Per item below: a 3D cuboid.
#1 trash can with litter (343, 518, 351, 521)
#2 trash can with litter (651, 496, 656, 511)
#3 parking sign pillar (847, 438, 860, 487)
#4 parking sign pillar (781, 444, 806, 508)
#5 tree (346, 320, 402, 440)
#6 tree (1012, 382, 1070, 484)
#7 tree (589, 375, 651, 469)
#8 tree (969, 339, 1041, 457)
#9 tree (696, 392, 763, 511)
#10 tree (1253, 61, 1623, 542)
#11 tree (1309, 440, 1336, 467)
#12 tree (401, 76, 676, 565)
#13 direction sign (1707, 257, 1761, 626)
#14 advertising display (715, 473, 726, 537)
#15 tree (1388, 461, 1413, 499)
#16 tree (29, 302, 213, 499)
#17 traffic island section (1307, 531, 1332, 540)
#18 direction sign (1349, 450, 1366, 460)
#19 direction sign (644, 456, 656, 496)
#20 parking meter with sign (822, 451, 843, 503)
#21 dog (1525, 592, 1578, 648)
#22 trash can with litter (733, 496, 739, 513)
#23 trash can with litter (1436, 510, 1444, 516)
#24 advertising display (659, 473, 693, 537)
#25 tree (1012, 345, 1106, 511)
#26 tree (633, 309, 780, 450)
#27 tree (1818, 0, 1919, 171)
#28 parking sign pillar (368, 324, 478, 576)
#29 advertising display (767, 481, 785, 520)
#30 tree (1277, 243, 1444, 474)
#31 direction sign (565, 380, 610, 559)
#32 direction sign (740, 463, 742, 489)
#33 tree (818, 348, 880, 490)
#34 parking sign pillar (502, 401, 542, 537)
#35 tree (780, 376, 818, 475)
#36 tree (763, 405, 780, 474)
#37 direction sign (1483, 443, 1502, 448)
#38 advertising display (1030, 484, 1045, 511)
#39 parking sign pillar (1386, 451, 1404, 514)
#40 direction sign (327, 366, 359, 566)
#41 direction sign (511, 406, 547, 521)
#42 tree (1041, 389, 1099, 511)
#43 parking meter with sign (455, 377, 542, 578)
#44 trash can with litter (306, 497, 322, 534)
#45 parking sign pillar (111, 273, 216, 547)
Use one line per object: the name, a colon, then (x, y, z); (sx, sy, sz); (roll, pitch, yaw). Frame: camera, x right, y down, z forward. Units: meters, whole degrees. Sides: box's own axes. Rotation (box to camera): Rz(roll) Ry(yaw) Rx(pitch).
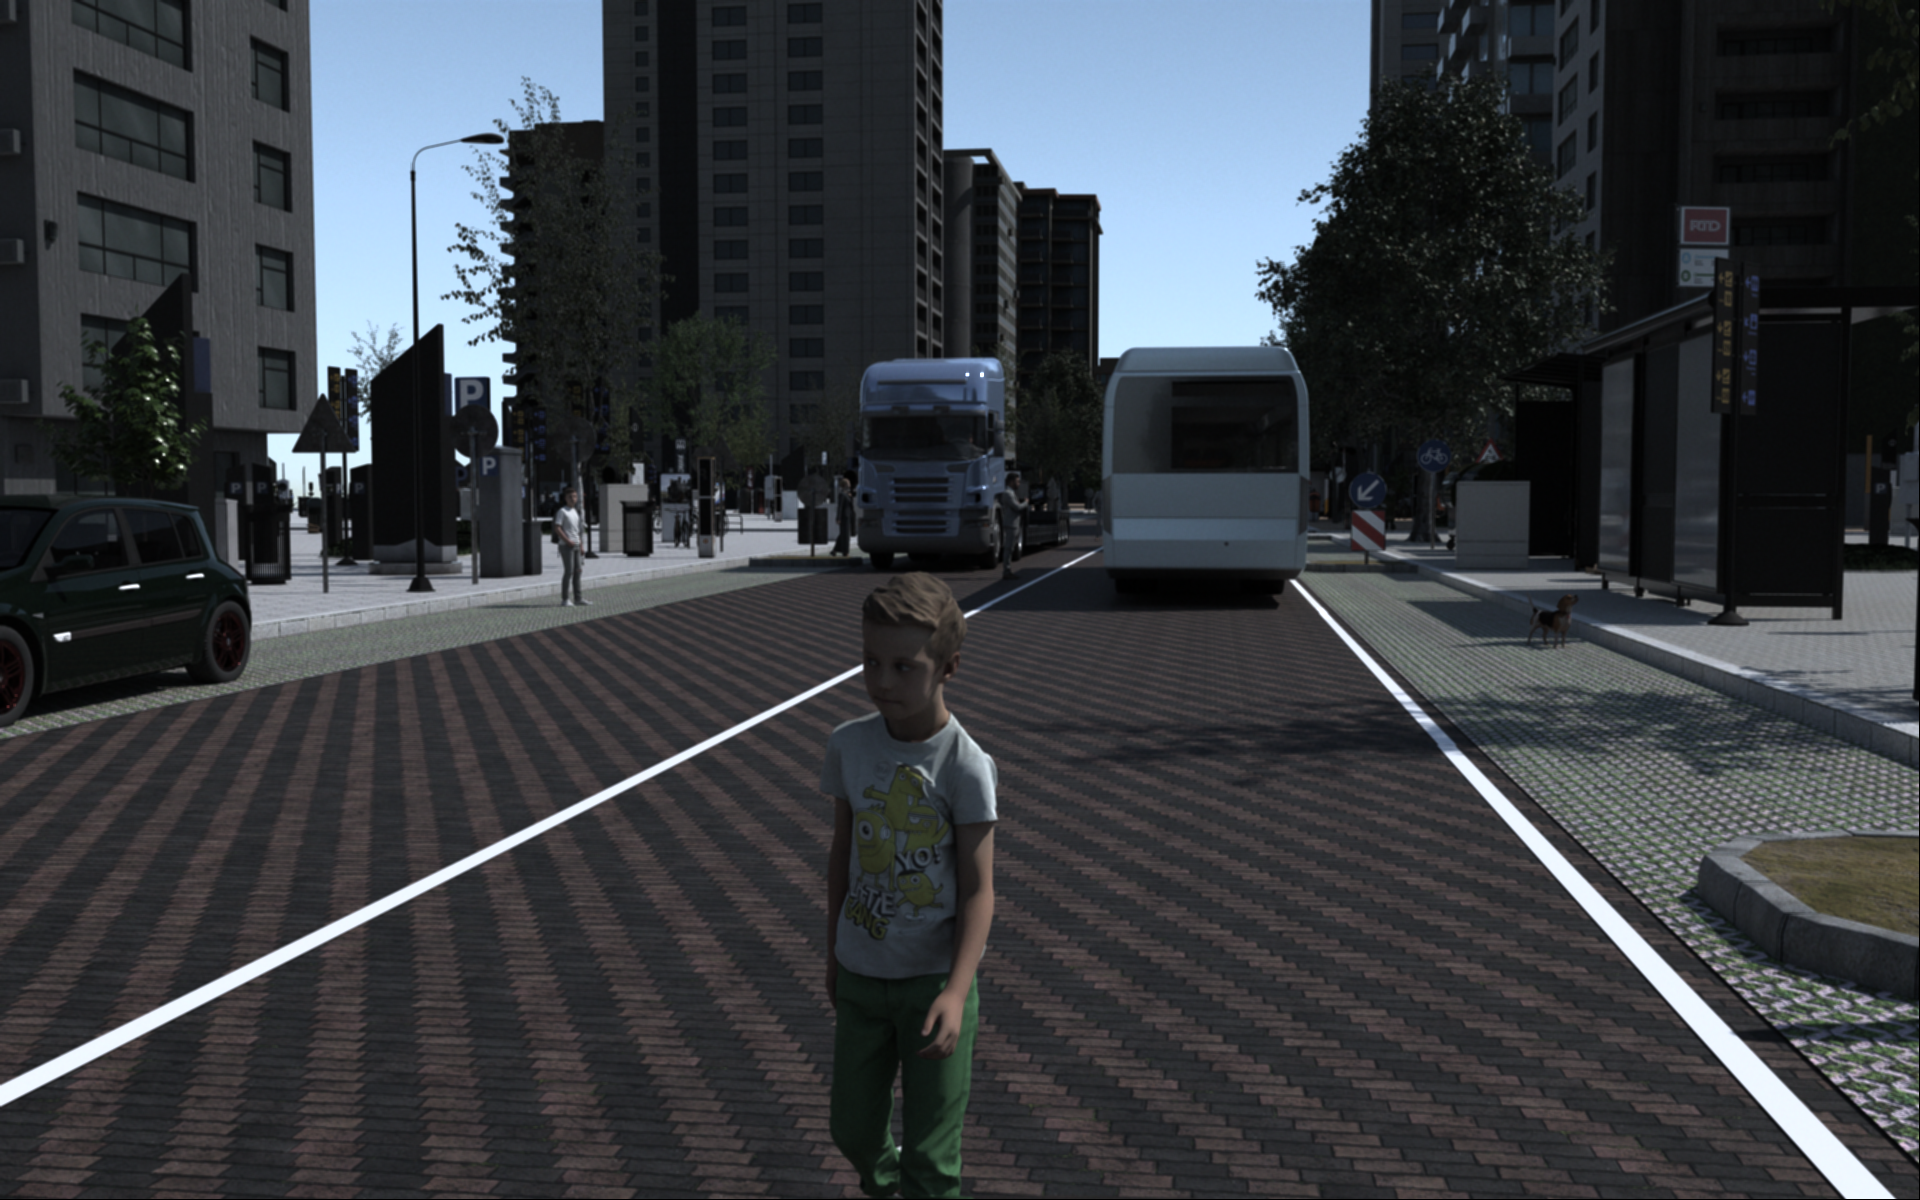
trash can with litter: (-29.329, -4.356, 82.276); (2.233, 1.210, 1.678); (0, 4, 4)
trash can with litter: (-22.664, -7.025, 126.239); (1.055, 1.170, 0.624); (0, 4, 7)
parking sign pillar: (-4.490, -5.465, 77.831); (1.447, 3.967, 1.447); (3, 5, 43)
parking sign pillar: (-8.898, -6.378, 92.757); (1.447, 3.967, 1.447); (1, 4, 13)
tree: (-24.009, -7.529, 73.463); (4.360, 8.622, 3.978); (0, 3, 0)
tree: (5.205, -10.046, 114.613); (4.360, 8.622, 3.978); (0, 3, 0)
tree: (-20.725, -9.531, 106.199); (4.737, 8.622, 4.395); (0, 3, 0)
tree: (1.392, -8.071, 82.326); (4.737, 8.622, 4.395); (0, 3, 0)
tree: (-17.440, -10.669, 124.807); (4.737, 8.622, 4.395); (0, 3, 0)
tree: (12.507, -7.895, 46.095); (9.611, 12.733, 9.660); (0, 3, 0)
tree: (21.085, -9.547, 106.455); (4.737, 8.622, 4.395); (0, 3, 0)
tree: (-6.893, -4.917, 30.761); (4.360, 8.622, 3.978); (0, 3, 0)
direction sign: (7.550, -1.524, 16.915); (0.876, 3.537, 0.379); (-3, 5, -40)
advertising display: (-7.385, -2.870, 52.135); (0.123, 1.923, 0.974); (2, 4, 27)
tree: (25.530, -6.437, 99.848); (1.663, 3.219, 1.824); (0, 3, 0)
tree: (-8.079, -1.389, 17.309); (1.663, 3.219, 1.824); (0, 3, 0)
traffic island section: (10.687, -2.000, 54.979); (2.009, 0.180, 2.903); (1, 4, 8)
direction sign: (20.398, -5.927, 88.896); (0.876, 3.537, 0.379); (1, 4, 16)
direction sign: (-18.552, -6.749, 102.337); (0.876, 3.537, 0.379); (-1, 4, -15)
parking meter with sign: (-4.765, -4.591, 71.318); (1.738, 3.016, 0.543); (-2, 4, -26)
dog: (5.520, 0.190, 16.174); (0.540, 0.507, 0.406); (2, 4, 30)
trash can with litter: (-14.807, -6.641, 119.634); (2.233, 1.210, 1.678); (-2, 4, -26)
trash can with litter: (28.117, -5.531, 101.489); (2.233, 1.210, 1.678); (-1, 4, -21)
advertising display: (-8.506, -2.853, 51.861); (0.974, 1.923, 0.123); (0, 4, -3)
tree: (8.166, -13.254, 133.713); (9.611, 12.733, 9.660); (0, 3, 0)
tree: (-14.136, -10.426, 96.217); (9.928, 11.665, 9.643); (0, 3, 0)
tree: (7.377, -3.729, 11.328); (4.737, 8.622, 4.395); (0, 3, 0)
parking sign pillar: (-8.791, -2.409, 27.854); (1.447, 3.967, 1.447); (1, 4, 18)
advertising display: (-9.264, -5.016, 87.224); (0.974, 1.923, 0.123); (1, 4, 17)
tree: (15.919, -8.704, 68.073); (9.928, 11.665, 9.643); (0, 3, 0)
direction sign: (-7.407, -2.601, 34.526); (0.876, 3.537, 0.379); (0, 4, 0)
direction sign: (-16.219, -8.341, 128.379); (0.379, 3.537, 0.876); (-1, 4, -18)
tree: (-4.868, -8.438, 88.316); (4.360, 8.622, 3.978); (0, 3, 0)
parking sign pillar: (-13.099, -3.831, 51.108); (1.447, 3.967, 1.447); (0, 4, 2)
tree: (-8.415, -9.403, 104.096); (4.360, 8.622, 3.978); (0, 3, 0)
tree: (-15.885, -11.143, 132.557); (4.737, 8.622, 4.395); (0, 3, 0)
direction sign: (23.703, -5.207, 77.124); (0.876, 3.537, 0.379); (1, 4, 17)
advertising display: (4.791, -6.232, 107.107); (0.974, 1.923, 0.123); (2, 4, 31)
parking sign pillar: (26.910, -7.277, 107.452); (1.447, 3.967, 1.447); (-3, 4, -37)
direction sign: (-11.068, -2.395, 31.158); (0.379, 3.537, 0.876); (1, 4, 14)
direction sign: (-11.168, -3.238, 44.933); (0.876, 3.537, 0.379); (-1, 4, -23)
tree: (6.886, -10.422, 120.765); (4.737, 8.622, 4.395); (0, 3, 0)
parking meter with sign: (-7.051, -1.860, 26.675); (0.543, 3.016, 1.738); (1, 4, 15)
trash can with litter: (-21.038, -2.766, 56.618); (0.624, 1.170, 1.055); (-1, 4, -17)
parking sign pillar: (-9.953, -2.028, 21.637); (1.447, 3.967, 1.447); (2, 4, 26)
